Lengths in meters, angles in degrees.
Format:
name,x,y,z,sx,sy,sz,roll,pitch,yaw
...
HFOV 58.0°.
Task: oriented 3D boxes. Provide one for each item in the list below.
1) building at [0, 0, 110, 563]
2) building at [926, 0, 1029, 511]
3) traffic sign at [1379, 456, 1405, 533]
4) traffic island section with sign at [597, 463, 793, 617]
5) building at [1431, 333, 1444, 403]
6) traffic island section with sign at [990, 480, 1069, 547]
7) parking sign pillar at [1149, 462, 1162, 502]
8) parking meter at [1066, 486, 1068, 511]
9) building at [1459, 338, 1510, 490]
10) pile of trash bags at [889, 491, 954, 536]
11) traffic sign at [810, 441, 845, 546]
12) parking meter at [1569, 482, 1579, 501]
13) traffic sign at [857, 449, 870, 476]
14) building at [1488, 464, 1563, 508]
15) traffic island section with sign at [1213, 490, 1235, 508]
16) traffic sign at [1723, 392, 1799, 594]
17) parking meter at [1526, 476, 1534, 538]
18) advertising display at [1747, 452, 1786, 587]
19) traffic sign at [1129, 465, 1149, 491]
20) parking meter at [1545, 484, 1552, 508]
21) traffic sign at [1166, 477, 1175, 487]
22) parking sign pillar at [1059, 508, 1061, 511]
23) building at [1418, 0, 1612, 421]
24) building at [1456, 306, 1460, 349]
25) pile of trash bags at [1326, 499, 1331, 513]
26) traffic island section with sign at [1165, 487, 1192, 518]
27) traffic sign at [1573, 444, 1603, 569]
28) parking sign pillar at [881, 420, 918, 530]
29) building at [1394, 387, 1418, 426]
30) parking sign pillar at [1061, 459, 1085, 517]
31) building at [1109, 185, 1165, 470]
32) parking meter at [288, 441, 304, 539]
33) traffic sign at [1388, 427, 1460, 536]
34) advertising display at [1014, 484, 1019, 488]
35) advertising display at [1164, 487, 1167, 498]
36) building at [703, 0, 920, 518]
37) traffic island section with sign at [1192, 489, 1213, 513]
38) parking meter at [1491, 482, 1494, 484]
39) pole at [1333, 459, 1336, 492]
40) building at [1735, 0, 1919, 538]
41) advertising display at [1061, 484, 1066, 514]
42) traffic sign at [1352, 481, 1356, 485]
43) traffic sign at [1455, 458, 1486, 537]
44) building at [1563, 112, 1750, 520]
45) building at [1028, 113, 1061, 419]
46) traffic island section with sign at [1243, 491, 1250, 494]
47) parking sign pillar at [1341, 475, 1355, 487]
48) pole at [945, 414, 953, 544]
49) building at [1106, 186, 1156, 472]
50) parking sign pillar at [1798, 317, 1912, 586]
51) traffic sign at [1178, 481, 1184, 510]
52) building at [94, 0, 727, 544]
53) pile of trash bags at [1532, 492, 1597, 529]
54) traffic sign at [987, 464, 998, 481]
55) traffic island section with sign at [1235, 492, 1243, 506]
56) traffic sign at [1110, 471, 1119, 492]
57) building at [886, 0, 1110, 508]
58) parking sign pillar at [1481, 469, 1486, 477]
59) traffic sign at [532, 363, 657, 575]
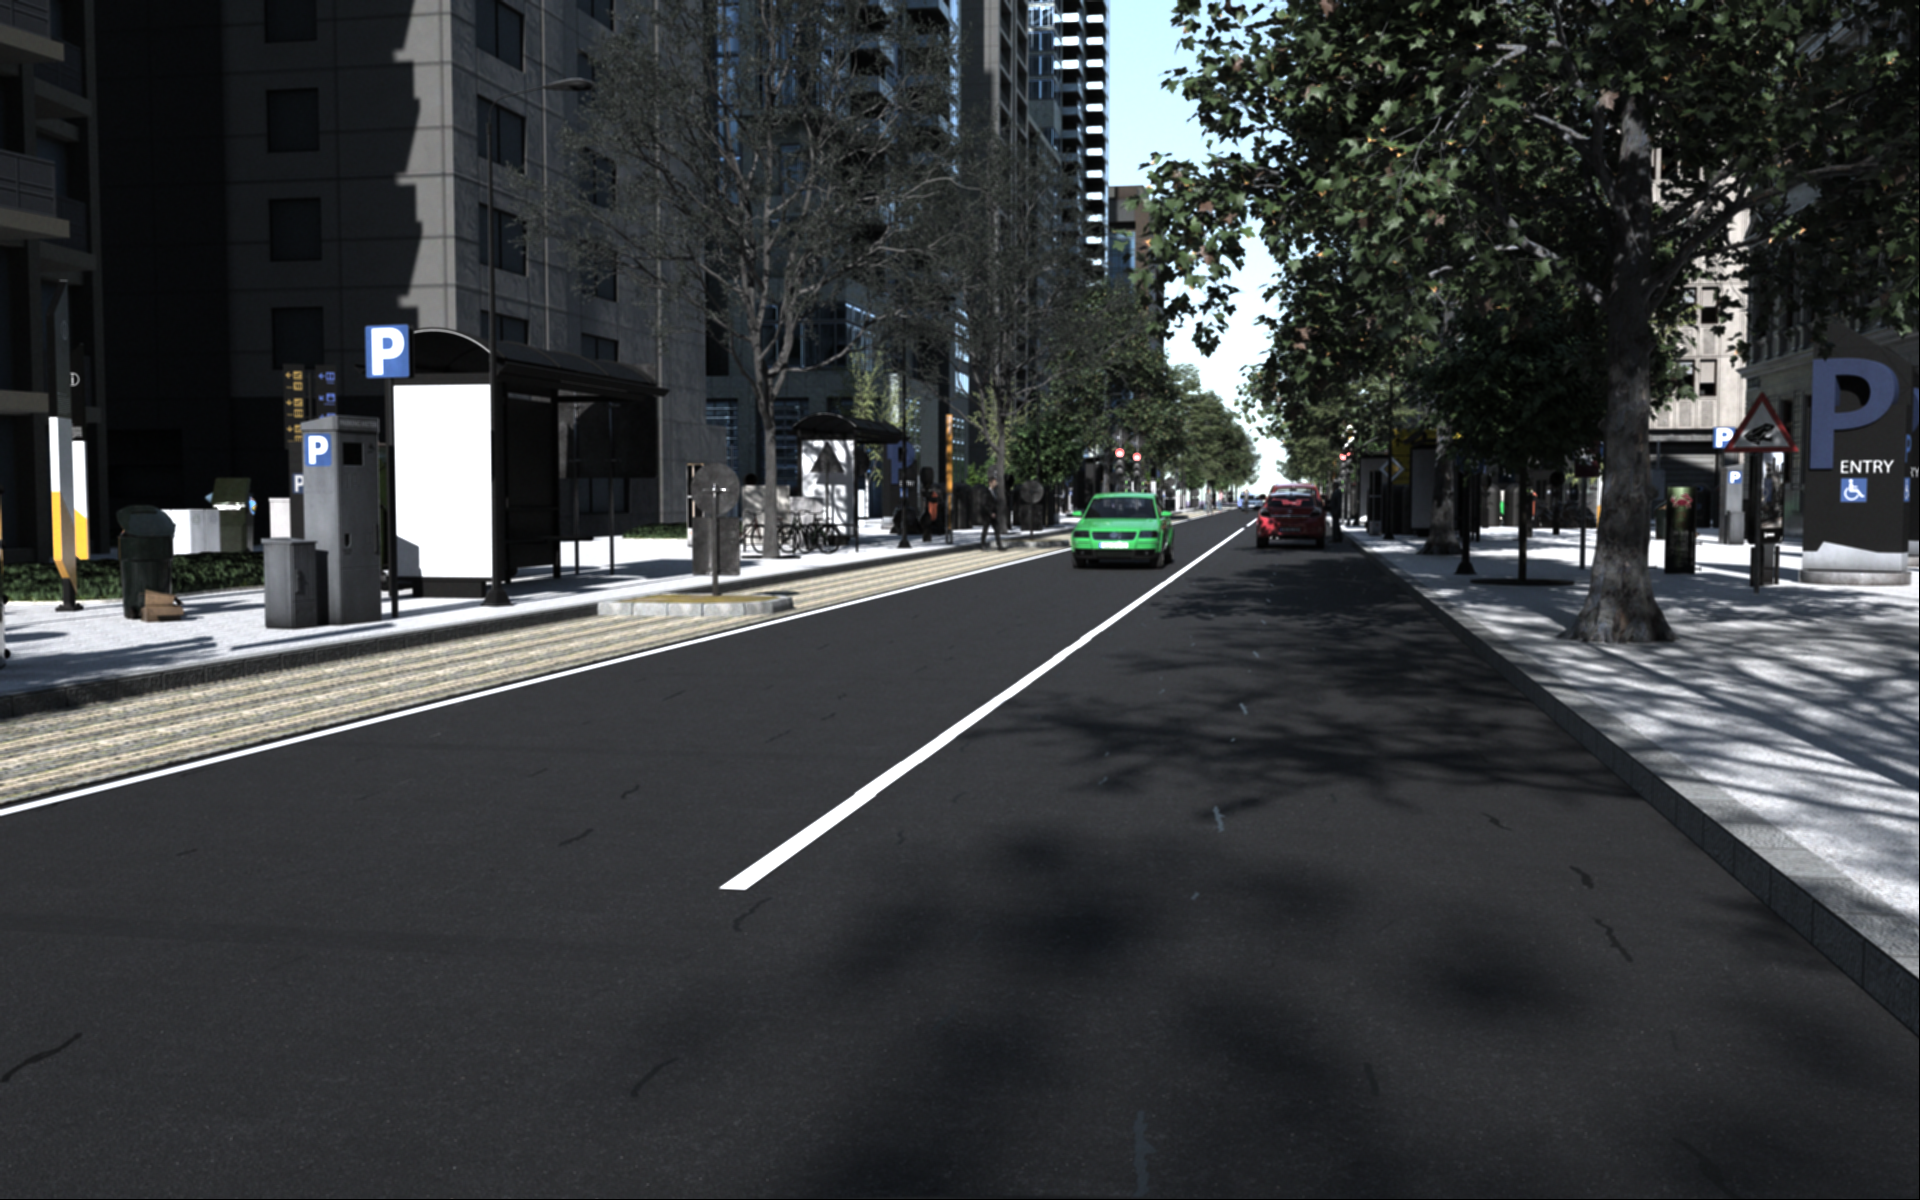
name,x,y,z,sx,sy,sz,roll,pitch,yaw
building,-27.632,-22.586,23.909,22.147,44.769,28.867,1,4,11
building,-3.025,-42.976,140.902,20.563,71.187,20.611,1,4,11
traffic sign,13.048,-3.132,52.389,0.795,2.450,0.064,1,4,12
traffic island section with sign,-3.123,-0.763,21.104,1.989,1.847,2.006,1,4,11
building,55.843,-32.187,176.363,14.600,45.320,14.200,1,4,11
traffic island section with sign,1.965,-2.382,47.576,1.989,1.847,2.006,1,4,11
parking sign pillar,14.731,-8.790,132.189,1.447,3.967,1.447,-1,4,-13
parking meter,7.717,-7.406,126.794,0.399,1.863,0.255,2,4,26
building,46.773,-18.017,136.382,13.314,21.916,24.055,1,4,11
pile of trash bags,-1.112,-2.753,54.761,1.912,1.369,3.447,-1,4,-10
traffic sign,-3.263,-2.601,42.536,0.884,2.594,0.081,1,4,14
parking meter,30.272,-4.875,85.410,0.399,1.863,0.255,2,4,27
traffic sign,-2.923,-2.993,49.034,0.768,2.556,0.104,1,4,15
building,43.098,-19.509,112.478,14.314,27.812,24.014,1,4,11
traffic island section with sign,26.866,-10.315,177.282,1.989,1.847,2.006,1,4,11
traffic sign,10.242,-1.357,22.199,0.884,2.594,0.081,1,4,16
parking meter,16.605,-2.757,50.796,0.255,1.863,0.399,-1,4,-13
advertising display,11.293,-1.165,24.259,0.974,1.923,0.123,-3,5,-44
traffic sign,12.365,-7.929,123.513,2.265,3.308,0.079,1,4,20
parking meter,33.989,-5.770,100.052,0.399,1.863,0.255,1,4,14
traffic sign,15.572,-7.854,128.524,0.768,2.556,0.104,1,4,16
parking sign pillar,8.395,-8.871,133.505,1.447,3.967,1.447,-3,5,-40
building,63.170,-40.038,196.624,21.231,58.520,28.212,1,4,11
building,52.699,-23.935,163.033,14.160,30.474,14.107,1,4,11
pile of trash bags,26.852,-6.692,119.160,1.912,1.369,3.447,-3,5,-44
traffic island section with sign,12.448,-5.721,102.173,1.989,1.847,2.006,1,4,11
traffic sign,10.606,-1.794,29.439,0.768,2.556,0.104,1,4,16
parking sign pillar,-2.174,-4.561,63.039,1.447,3.967,1.447,-3,5,-39
building,72.688,-35.592,265.531,14.154,41.232,14.086,1,4,11
parking sign pillar,6.663,-6.641,97.054,1.447,3.967,1.447,0,4,-8
building,21.003,-39.852,275.280,21.300,48.544,21.600,1,4,11
parking meter,-7.216,-0.828,19.243,0.399,1.863,0.255,2,4,27
traffic sign,14.109,-3.578,52.373,2.265,3.308,0.079,1,4,14
advertising display,3.688,-6.617,113.406,0.123,1.923,0.974,1,4,15
advertising display,16.023,-8.143,138.358,0.974,1.923,0.123,2,4,27
building,-11.302,-48.623,107.661,22.319,86.520,31.000,1,4,11
traffic island section with sign,17.526,-7.341,128.648,1.989,1.847,2.006,1,4,11
parking meter,23.145,-4.287,75.796,0.399,1.863,0.255,-2,4,-32
pole,21.481,-6.456,99.406,0.158,3.312,0.155,0,3,0
building,28.620,-12.791,45.291,11.583,22.565,21.152,1,4,11
advertising display,6.821,-6.633,113.656,0.123,1.923,0.974,-1,4,-9
traffic sign,22.418,-6.097,99.688,0.884,2.594,0.081,1,4,14
traffic sign,13.421,-2.783,45.600,0.768,2.556,0.104,1,4,13
building,42.755,-16.609,89.579,19.932,24.808,12.078,1,4,11
building,-3.846,-29.271,170.465,32.217,40.220,23.993,1,4,11
traffic island section with sign,42.320,-15.241,257.824,1.989,1.847,2.006,1,4,11
parking sign pillar,29.616,-8.799,132.327,1.447,3.967,1.447,-2,4,-31
pole,-0.281,-3.091,44.381,0.158,3.312,0.155,0,3,0
building,21.495,-37.084,256.427,14.600,45.320,14.200,1,4,11
parking sign pillar,12.845,-2.220,24.767,1.447,3.967,1.447,3,5,40
traffic sign,17.857,-8.477,140.729,0.606,2.300,0.079,1,4,17
building,-20.515,-37.592,52.878,20.611,71.187,20.563,1,4,11
pile of trash bags,22.140,-3.358,64.650,3.447,1.369,1.912,-3,4,-36
traffic sign,1.498,-4.487,73.468,0.768,2.556,0.104,1,4,17
traffic island section with sign,31.982,-11.943,203.897,1.989,1.847,2.006,1,4,11
traffic sign,8.726,-5.960,97.547,0.768,2.556,0.104,1,4,14
building,6.351,-53.971,195.091,22.319,86.520,31.000,1,4,11
parking sign pillar,31.273,-7.115,104.799,1.447,3.967,1.447,-1,4,-12
traffic sign,-5.801,-2.051,27.401,2.265,3.308,0.079,1,4,20
